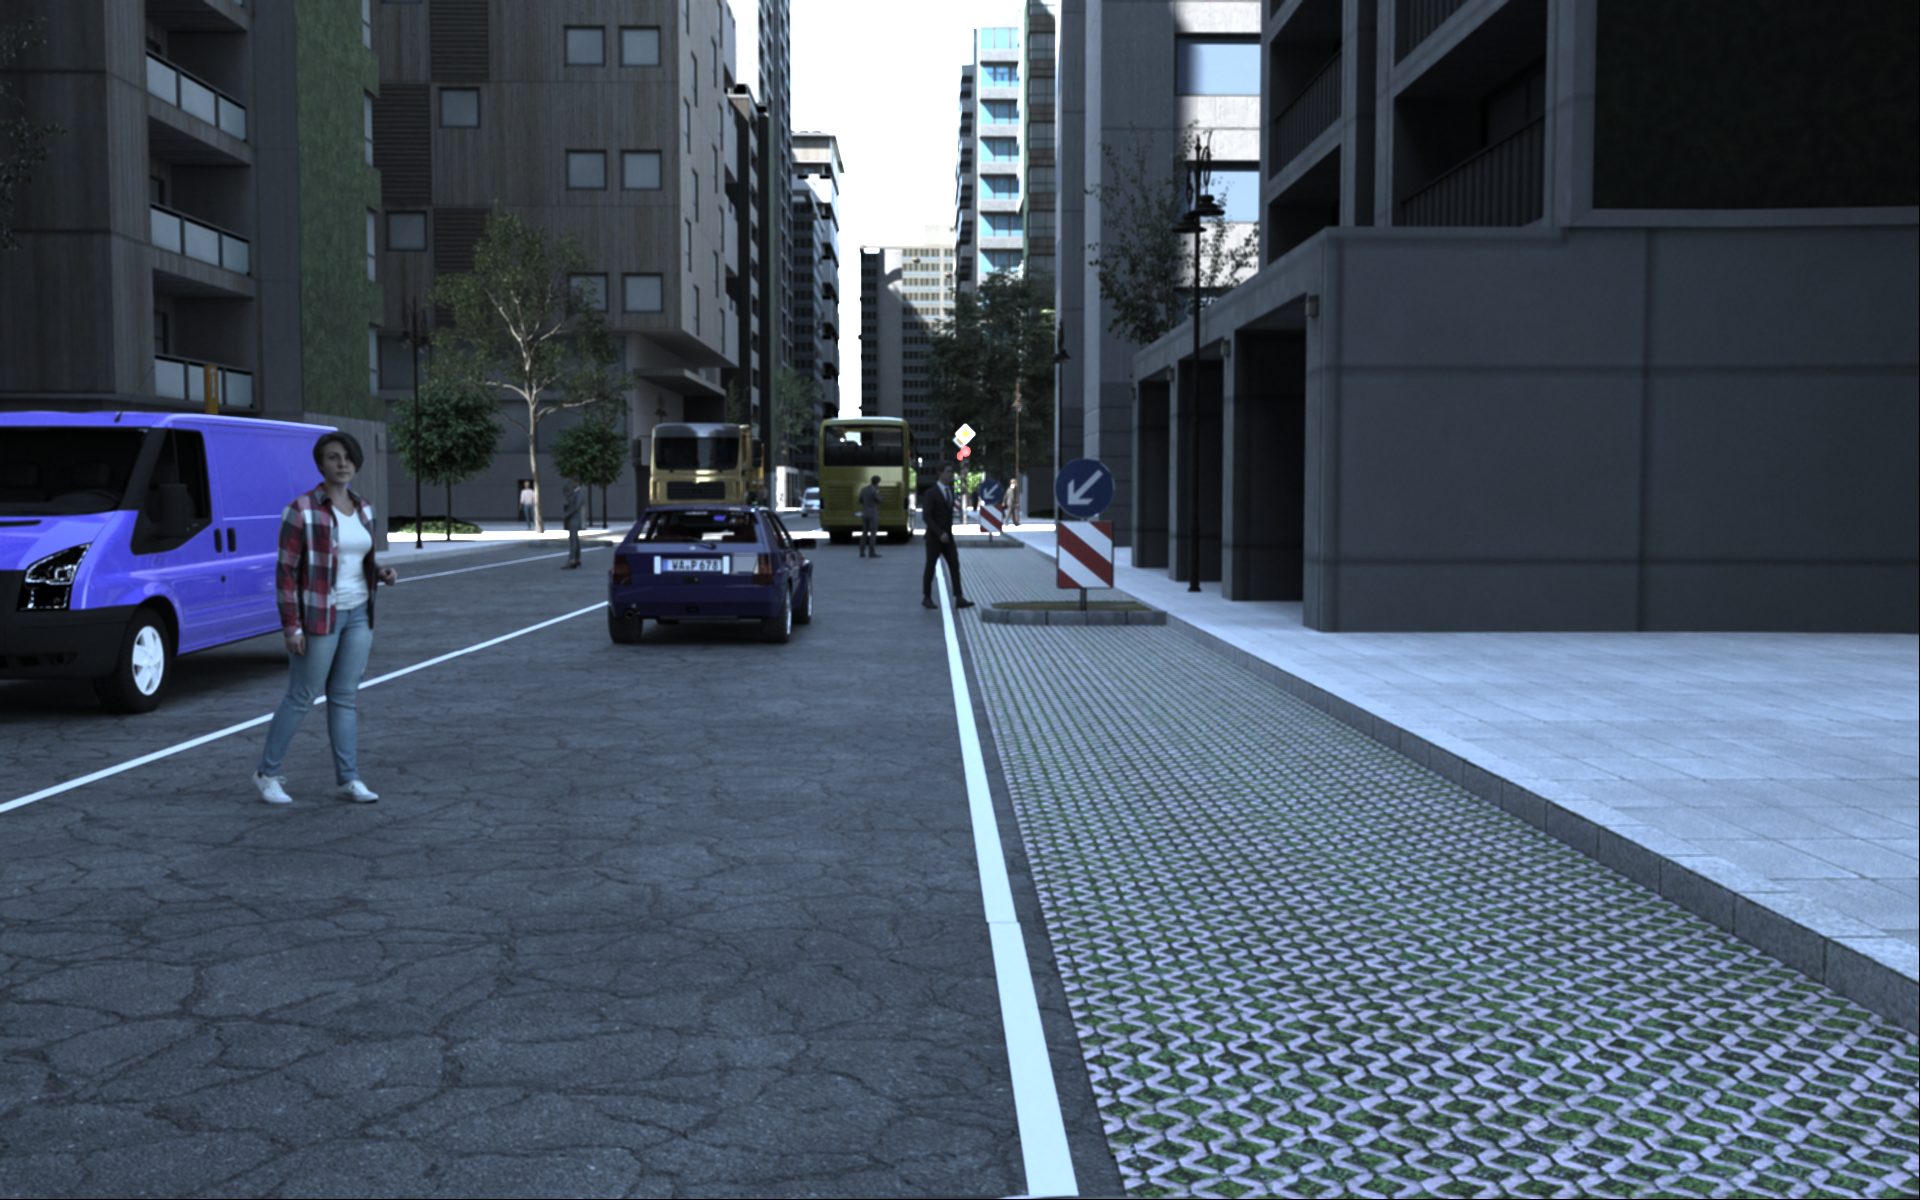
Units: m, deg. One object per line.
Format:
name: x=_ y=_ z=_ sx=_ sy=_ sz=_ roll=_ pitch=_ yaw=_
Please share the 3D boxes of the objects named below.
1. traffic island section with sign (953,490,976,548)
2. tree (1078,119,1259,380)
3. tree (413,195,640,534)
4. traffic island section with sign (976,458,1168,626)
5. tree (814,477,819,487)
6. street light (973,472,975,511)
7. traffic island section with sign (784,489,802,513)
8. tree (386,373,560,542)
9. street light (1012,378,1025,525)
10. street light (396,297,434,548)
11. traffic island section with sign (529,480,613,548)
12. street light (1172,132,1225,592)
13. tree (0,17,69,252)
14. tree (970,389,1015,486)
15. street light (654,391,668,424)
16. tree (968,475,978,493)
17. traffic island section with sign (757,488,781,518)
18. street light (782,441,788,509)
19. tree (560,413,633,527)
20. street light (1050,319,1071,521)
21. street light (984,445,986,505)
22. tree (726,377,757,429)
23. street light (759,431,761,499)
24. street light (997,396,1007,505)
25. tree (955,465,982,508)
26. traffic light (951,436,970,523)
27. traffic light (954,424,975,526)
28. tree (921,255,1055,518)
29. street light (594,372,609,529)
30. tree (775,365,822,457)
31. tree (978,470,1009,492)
traffic island section with sign: x=0.697 y=-2.323 z=46.615 sx=1.989 sy=1.847 sz=2.006 roll=0 pitch=4 yaw=-1
tree: x=4.328 y=-5.136 z=34.343 sx=4.360 sy=8.622 sz=3.978 roll=0 pitch=3 yaw=0
tree: x=-13.750 y=-7.373 z=54.959 sx=7.601 sy=10.594 sz=8.767 roll=-1 pitch=4 yaw=-12
traffic island section with sign: x=1.237 y=-0.675 z=19.665 sx=1.989 sy=1.847 sz=2.006 roll=0 pitch=4 yaw=-1
tree: x=-16.172 y=-12.338 z=196.334 sx=1.663 sy=3.219 sz=1.824 roll=0 pitch=3 yaw=0
street light: x=1.019 y=-9.560 z=129.097 sx=0.468 sy=5.910 sz=1.993 roll=0 pitch=4 yaw=-1
traffic island section with sign: x=-12.181 y=-7.441 z=130.291 sx=1.989 sy=1.847 sz=2.006 roll=0 pitch=4 yaw=-1
tree: x=-14.076 y=-3.888 z=47.289 sx=4.285 sy=4.588 sz=4.351 roll=0 pitch=3 yaw=0
street light: x=2.298 y=-5.887 z=69.040 sx=0.468 sy=5.910 sz=1.993 roll=0 pitch=4 yaw=-1
street light: x=-12.776 y=-4.156 z=40.735 sx=0.468 sy=5.910 sz=1.993 roll=0 pitch=4 yaw=-1
traffic island section with sign: x=-10.537 y=-2.359 z=47.191 sx=1.989 sy=1.847 sz=2.006 roll=0 pitch=4 yaw=-1
street light: x=3.088 y=-3.048 z=22.618 sx=0.468 sy=5.910 sz=1.993 roll=0 pitch=4 yaw=-1
tree: x=-13.778 y=-4.392 z=22.176 sx=4.360 sy=8.622 sz=3.978 roll=0 pitch=3 yaw=0
tree: x=2.017 y=-10.235 z=117.702 sx=4.360 sy=8.622 sz=3.978 roll=0 pitch=3 yaw=0
street light: x=-13.367 y=-6.408 z=77.564 sx=0.468 sy=5.910 sz=1.993 roll=0 pitch=4 yaw=-1
tree: x=1.504 y=-9.867 z=155.927 sx=1.663 sy=3.219 sz=1.824 roll=0 pitch=3 yaw=0
traffic island section with sign: x=-11.623 y=-5.732 z=102.344 sx=1.989 sy=1.847 sz=2.006 roll=0 pitch=4 yaw=-1
street light: x=-14.949 y=-10.734 z=148.288 sx=0.468 sy=5.910 sz=1.993 roll=0 pitch=4 yaw=-1
tree: x=-14.412 y=-5.147 z=67.865 sx=4.285 sy=4.588 sz=4.351 roll=0 pitch=3 yaw=0
street light: x=2.654 y=-4.467 z=45.828 sx=0.468 sy=5.910 sz=1.993 roll=0 pitch=4 yaw=-1
street light: x=1.547 y=-8.141 z=105.889 sx=0.468 sy=5.910 sz=1.993 roll=0 pitch=4 yaw=-1
tree: x=-14.877 y=-9.717 z=109.229 sx=4.737 sy=8.622 sz=4.395 roll=0 pitch=3 yaw=0
street light: x=-14.388 y=-9.301 z=124.855 sx=0.468 sy=5.910 sz=1.993 roll=0 pitch=4 yaw=-1
street light: x=1.971 y=-6.684 z=82.063 sx=0.468 sy=5.910 sz=1.993 roll=0 pitch=4 yaw=-1
tree: x=0.928 y=-10.753 z=159.532 sx=4.285 sy=4.588 sz=4.351 roll=0 pitch=3 yaw=0
traffic light: x=0.039 y=-5.417 z=77.486 sx=0.839 sy=4.253 sz=0.868 roll=0 pitch=4 yaw=-1
traffic light: x=0.198 y=-4.929 z=69.502 sx=0.839 sy=4.253 sz=0.868 roll=0 pitch=4 yaw=-1
tree: x=2.086 y=-11.448 z=93.828 sx=9.857 sy=13.997 sz=8.962 roll=0 pitch=3 yaw=0
street light: x=-13.169 y=-5.583 z=64.065 sx=0.468 sy=5.910 sz=1.993 roll=0 pitch=4 yaw=-1
tree: x=-15.017 y=-12.885 z=136.431 sx=9.928 sy=11.665 sz=9.643 roll=0 pitch=3 yaw=0
tree: x=2.387 y=-7.041 z=109.720 sx=1.663 sy=3.219 sz=1.824 roll=0 pitch=3 yaw=0
